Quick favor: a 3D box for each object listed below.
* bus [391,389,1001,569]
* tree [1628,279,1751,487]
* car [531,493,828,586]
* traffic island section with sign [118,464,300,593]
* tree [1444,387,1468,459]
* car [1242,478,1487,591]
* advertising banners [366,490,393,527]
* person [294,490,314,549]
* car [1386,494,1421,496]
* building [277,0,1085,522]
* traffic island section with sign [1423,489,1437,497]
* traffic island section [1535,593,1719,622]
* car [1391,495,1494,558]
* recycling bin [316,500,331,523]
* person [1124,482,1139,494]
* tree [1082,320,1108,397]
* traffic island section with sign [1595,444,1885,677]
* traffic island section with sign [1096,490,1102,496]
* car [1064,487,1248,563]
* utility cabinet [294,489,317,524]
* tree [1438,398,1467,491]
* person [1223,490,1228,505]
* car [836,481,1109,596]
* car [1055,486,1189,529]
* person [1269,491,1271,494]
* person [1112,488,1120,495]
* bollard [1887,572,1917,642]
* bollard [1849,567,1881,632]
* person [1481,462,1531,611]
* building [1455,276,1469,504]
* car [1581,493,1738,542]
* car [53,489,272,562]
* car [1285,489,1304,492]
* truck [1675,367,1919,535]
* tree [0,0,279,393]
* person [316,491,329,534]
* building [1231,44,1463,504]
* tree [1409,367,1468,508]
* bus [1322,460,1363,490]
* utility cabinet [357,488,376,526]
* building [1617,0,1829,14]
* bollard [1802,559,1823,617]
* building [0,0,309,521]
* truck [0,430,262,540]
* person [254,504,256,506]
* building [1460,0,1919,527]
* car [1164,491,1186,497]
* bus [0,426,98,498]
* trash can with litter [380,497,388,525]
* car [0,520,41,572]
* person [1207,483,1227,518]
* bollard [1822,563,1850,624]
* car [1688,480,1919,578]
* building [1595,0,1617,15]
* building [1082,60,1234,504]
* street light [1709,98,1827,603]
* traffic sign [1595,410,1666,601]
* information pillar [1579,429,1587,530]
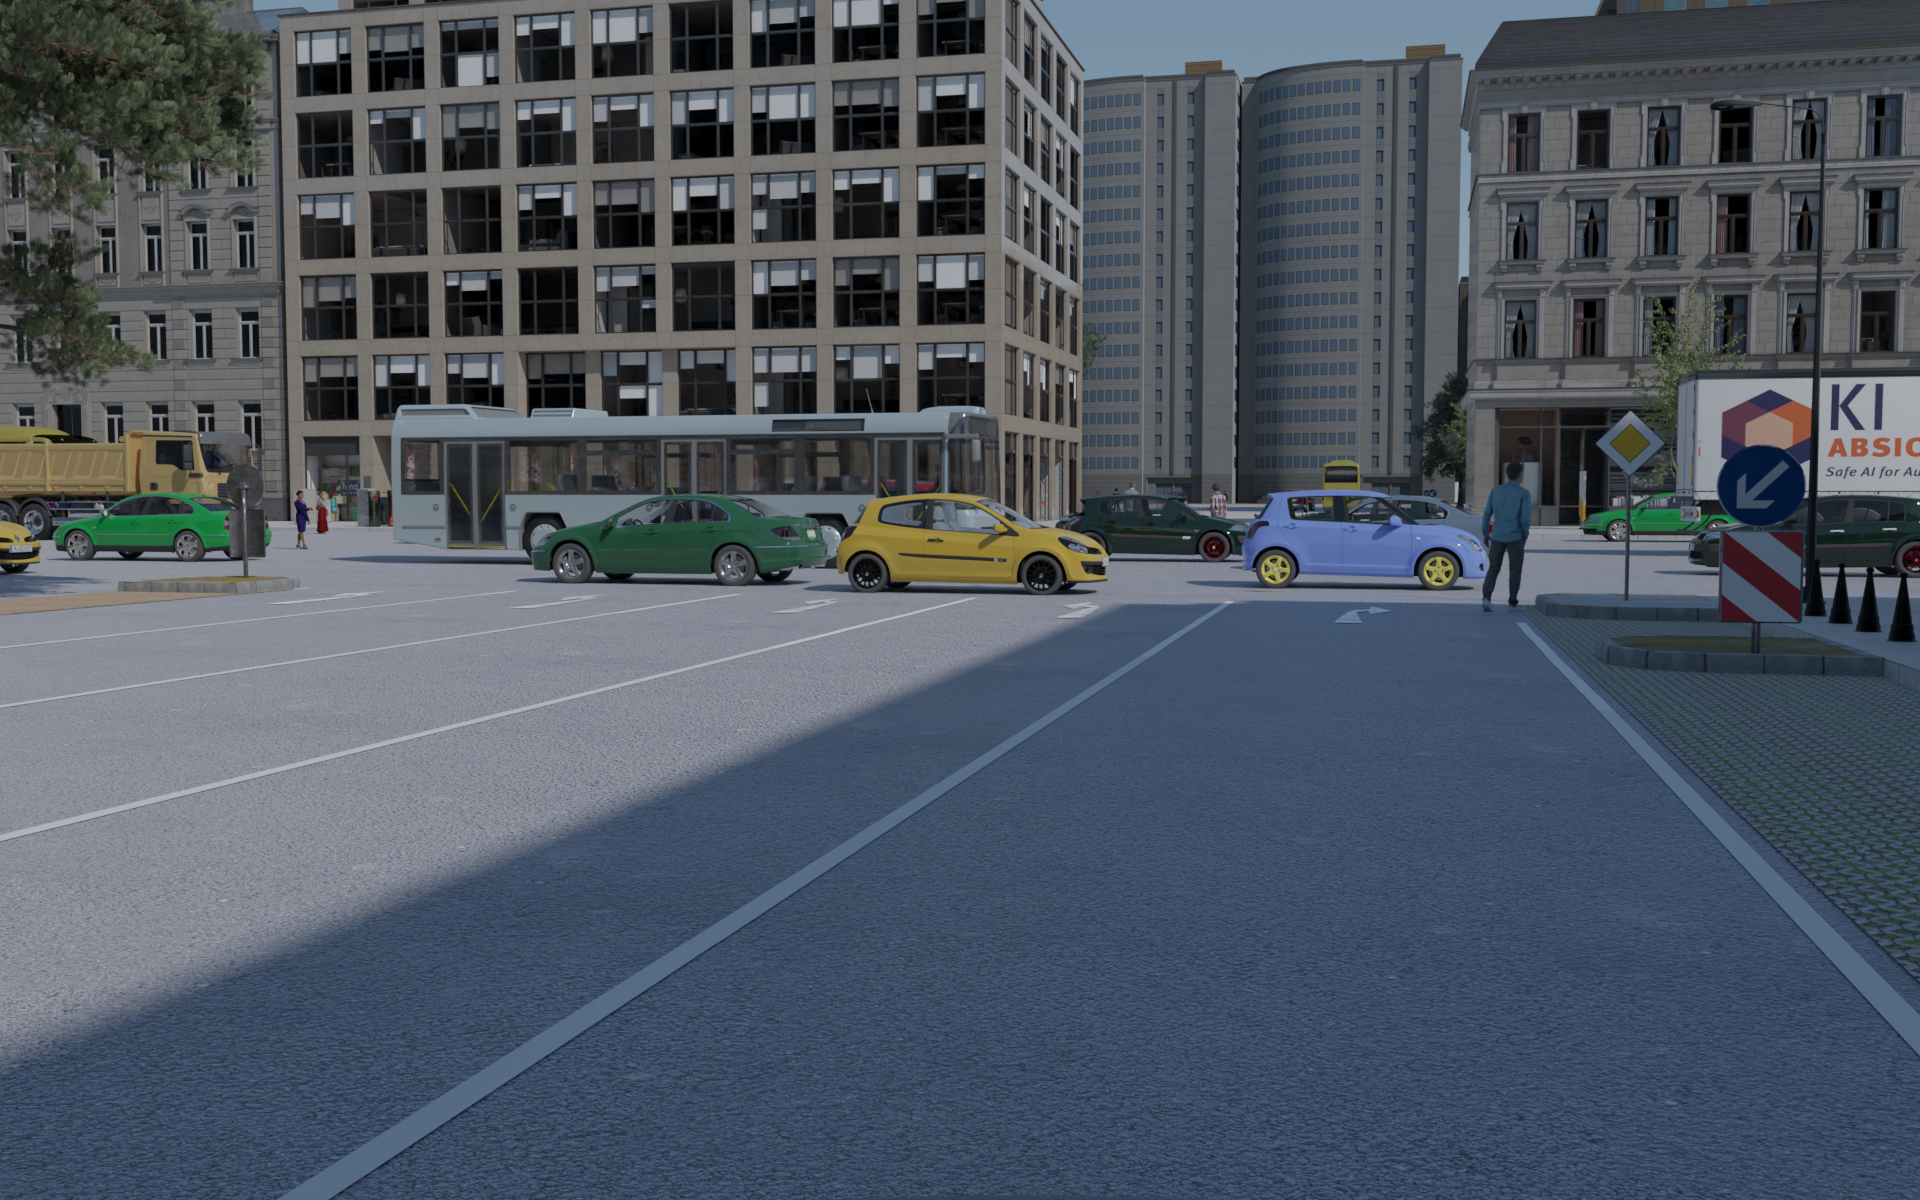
[{"bbox_3d":[-4.951,-2.453,34.961,13.247,3.499,2.948,1,4,16],"label":"bus"},{"bbox_3d":[25.259,-6.732,60.425,4.737,8.622,4.395,0,3,0],"label":"tree"},{"bbox_3d":[-4.587,-0.997,28.091,4.920,1.459,2.131,1,4,16],"label":"car"},{"bbox_3d":[-11.080,-1.088,25.930,2.006,1.907,1.989,1,4,14],"label":"traffic island section with sign"},{"bbox_3d":[35.471,-10.310,118.937,4.737,8.622,4.395,0,3,0],"label":"tree"},{"bbox_3d":[6.208,-1.042,26.633,3.694,1.707,1.945,1,4,14],"label":"car"},{"bbox_3d":[-22.176,-4.372,67.672,2.074,3.025,0.090,-3,4,-37],"label":"advertising banners"},{"bbox_3d":[-16.970,-2.082,44.909,0.546,1.535,0.453,0,4,-5],"label":"person"},{"bbox_3d":[9.879,-2.014,42.710,4.222,1.686,2.009,1,4,14],"label":"car"},{"bbox_3d":[-12.422,-17.170,85.250,34.151,26.468,19.350,1,4,14],"label":"building"},{"bbox_3d":[45.093,-9.730,167.712,1.989,1.847,2.006,1,4,14],"label":"traffic island section with sign"},{"bbox_3d":[8.051,0.086,20.876,2.009,0.180,2.903,1,4,14],"label":"traffic island section"},{"bbox_3d":[7.912,-1.269,32.744,4.499,1.417,2.014,1,4,16],"label":"car"},{"bbox_3d":[-28.220,-3.896,76.255,0.722,1.027,0.722,2,4,29],"label":"recycling bin"},{"bbox_3d":[5.362,-2.797,54.357,0.709,1.813,0.853,2,4,31],"label":"person"},{"bbox_3d":[7.459,-19.045,167.275,12.611,20.169,13.585,0,3,0],"label":"tree"},{"bbox_3d":[6.489,-0.367,14.637,1.989,1.847,2.006,1,4,14],"label":"traffic island section with sign"},{"bbox_3d":[14.196,-10.297,176.991,1.989,1.847,2.006,1,4,14],"label":"traffic island section with sign"},{"bbox_3d":[4.285,-1.676,37.195,4.222,1.686,2.009,1,4,12],"label":"car"},{"bbox_3d":[-27.921,-3.984,73.818,0.318,1.500,1.173,1,4,13],"label":"utility cabinet"},{"bbox_3d":[37.919,-10.960,129.550,4.360,8.622,3.978,0,3,0],"label":"tree"},{"bbox_3d":[23.231,-8.747,152.042,0.617,1.759,0.750,1,4,9],"label":"person"},{"bbox_3d":[0.197,-0.934,25.495,3.980,1.641,2.015,1,4,14],"label":"car"},{"bbox_3d":[4.872,-2.487,50.442,4.222,1.686,2.009,1,4,13],"label":"car"},{"bbox_3d":[33.802,-10.993,188.794,0.434,1.755,0.990,0,4,3],"label":"person"},{"bbox_3d":[11.421,-7.246,126.600,1.348,1.869,0.705,0,4,6],"label":"person"},{"bbox_3d":[8.216,0.058,15.091,0.229,0.601,0.229,0,3,0],"label":"bollard"},{"bbox_3d":[8.478,-0.006,16.146,0.229,0.601,0.229,0,3,0],"label":"bollard"},{"bbox_3d":[6.638,-0.771,21.131,0.660,1.820,0.620,3,5,41],"label":"person"},{"bbox_3d":[71.947,-27.765,225.656,14.107,30.474,14.160,1,4,14],"label":"building"},{"bbox_3d":[21.215,-2.650,52.126,4.718,1.807,1.959,1,4,14],"label":"car"},{"bbox_3d":[-17.347,-1.759,37.559,4.718,1.807,1.959,1,4,14],"label":"car"},{"bbox_3d":[26.025,-7.703,134.611,2.281,1.827,5.304,1,4,12],"label":"car"},{"bbox_3d":[22.318,-3.066,39.040,11.283,4.237,2.839,1,4,14],"label":"truck"},{"bbox_3d":[-12.791,-6.806,21.162,7.806,13.903,7.818,0,3,0],"label":"tree"},{"bbox_3d":[-22.963,-3.142,62.339,0.387,1.526,0.523,0,4,-2],"label":"person"},{"bbox_3d":[52.243,-42.275,233.191,28.212,58.520,21.231,1,4,14],"label":"building"},{"bbox_3d":[45.290,-14.636,156.306,9.611,12.733,9.660,0,3,0],"label":"tree"},{"bbox_3d":[27.540,-8.156,124.901,2.896,3.916,12.252,1,4,13],"label":"bus"},{"bbox_3d":[-23.549,-3.671,68.695,0.318,1.500,1.173,-3,5,-40],"label":"utility cabinet"},{"bbox_3d":[54.780,-28.968,123.733,14.600,45.320,14.200,1,4,14],"label":"building"},{"bbox_3d":[9.007,-0.133,18.221,0.229,0.601,0.229,0,3,0],"label":"bollard"},{"bbox_3d":[-42.013,-17.845,89.032,25.104,27.353,12.463,1,4,14],"label":"building"},{"bbox_3d":[-25.989,-3.548,53.941,9.791,3.379,3.469,1,4,16],"label":"truck"},{"bbox_3d":[-23.849,-3.006,58.041,0.661,1.777,0.834,1,4,12],"label":"person"},{"bbox_3d":[22.687,-13.526,72.054,40.483,20.767,10.553,1,4,14],"label":"building"},{"bbox_3d":[23.359,-10.962,187.893,2.281,1.827,5.304,1,4,14],"label":"car"},{"bbox_3d":[-37.337,-4.438,64.115,12.252,3.916,2.896,1,4,12],"label":"bus"},{"bbox_3d":[-24.022,-3.701,71.893,0.624,1.170,1.055,0,4,7],"label":"trash can with litter"},{"bbox_3d":[-18.674,-1.289,31.295,3.980,1.641,2.015,1,4,12],"label":"car"},{"bbox_3d":[6.701,-2.171,44.831,0.563,1.720,0.643,-2,4,-34],"label":"person"},{"bbox_3d":[8.743,-0.070,17.183,0.229,0.601,0.229,0,3,0],"label":"bollard"},{"bbox_3d":[15.153,-1.272,30.584,4.222,1.686,2.009,1,4,14],"label":"car"},{"bbox_3d":[64.194,-29.931,143.989,22.147,44.769,28.867,1,4,14],"label":"building"},{"bbox_3d":[25.043,-42.774,241.360,28.212,58.520,21.231,1,4,14],"label":"building"},{"bbox_3d":[9.500,-2.926,20.387,1.470,5.913,1.316,1,4,14],"label":"street light"},{"bbox_3d":[8.026,-1.050,20.805,0.795,2.450,0.064,1,4,14],"label":"traffic sign"},{"bbox_3d":[22.566,-4.366,62.738,0.183,3.616,0.504,0,4,3],"label":"information pillar"}]
